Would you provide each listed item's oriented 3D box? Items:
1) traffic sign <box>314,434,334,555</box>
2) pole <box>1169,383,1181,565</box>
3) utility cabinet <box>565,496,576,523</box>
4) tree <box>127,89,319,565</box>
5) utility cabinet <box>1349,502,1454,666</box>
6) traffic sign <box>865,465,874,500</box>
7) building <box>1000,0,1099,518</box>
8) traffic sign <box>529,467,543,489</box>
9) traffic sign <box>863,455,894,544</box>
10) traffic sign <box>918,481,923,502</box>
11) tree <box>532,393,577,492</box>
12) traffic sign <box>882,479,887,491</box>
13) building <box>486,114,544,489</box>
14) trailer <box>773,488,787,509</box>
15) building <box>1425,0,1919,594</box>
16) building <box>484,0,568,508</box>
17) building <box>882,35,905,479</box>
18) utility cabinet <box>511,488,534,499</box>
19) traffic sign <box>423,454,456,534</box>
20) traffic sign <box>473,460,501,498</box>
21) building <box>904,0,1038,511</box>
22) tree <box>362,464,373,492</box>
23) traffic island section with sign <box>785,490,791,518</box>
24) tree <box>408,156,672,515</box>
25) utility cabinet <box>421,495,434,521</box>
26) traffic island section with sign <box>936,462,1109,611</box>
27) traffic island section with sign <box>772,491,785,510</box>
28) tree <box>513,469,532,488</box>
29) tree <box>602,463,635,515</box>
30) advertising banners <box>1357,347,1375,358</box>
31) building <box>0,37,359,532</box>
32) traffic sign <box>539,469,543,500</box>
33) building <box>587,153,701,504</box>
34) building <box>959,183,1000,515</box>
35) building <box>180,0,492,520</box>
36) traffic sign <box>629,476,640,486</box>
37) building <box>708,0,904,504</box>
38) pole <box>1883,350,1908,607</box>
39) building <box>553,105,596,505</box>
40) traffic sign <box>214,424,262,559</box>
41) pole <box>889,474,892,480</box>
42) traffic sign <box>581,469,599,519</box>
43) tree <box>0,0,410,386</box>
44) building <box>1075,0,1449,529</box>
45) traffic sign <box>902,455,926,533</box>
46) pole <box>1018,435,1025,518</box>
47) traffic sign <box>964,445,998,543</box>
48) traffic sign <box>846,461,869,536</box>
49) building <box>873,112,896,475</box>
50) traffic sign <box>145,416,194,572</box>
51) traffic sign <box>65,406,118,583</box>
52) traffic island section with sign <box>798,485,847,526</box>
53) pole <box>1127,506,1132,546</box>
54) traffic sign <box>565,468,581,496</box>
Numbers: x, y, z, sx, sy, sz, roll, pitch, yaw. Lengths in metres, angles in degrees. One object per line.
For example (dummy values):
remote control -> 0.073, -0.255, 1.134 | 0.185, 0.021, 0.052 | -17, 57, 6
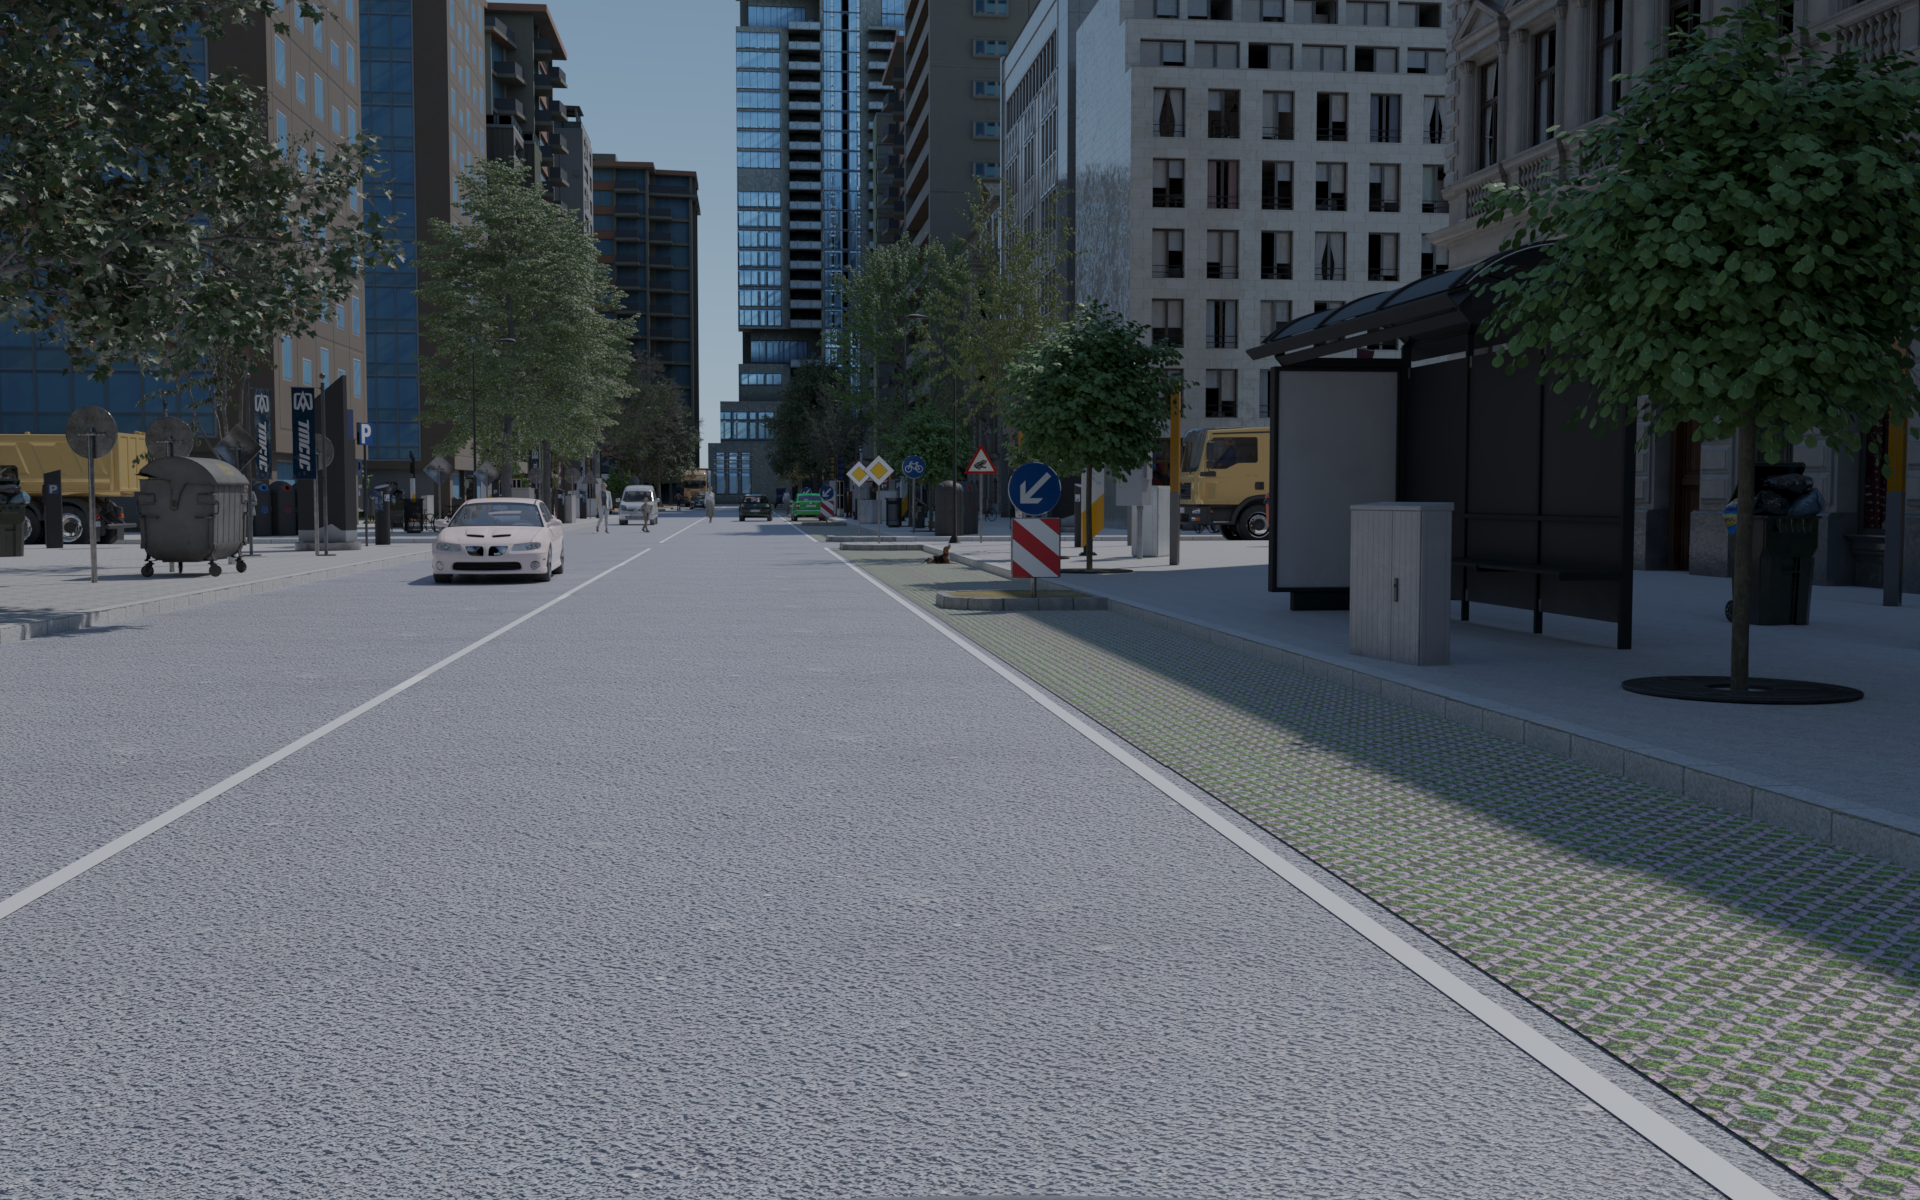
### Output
traffic sign -> -13.591, -2.229, 36.543 | 0.768, 2.556, 0.104 | 0, 4, -1
pole -> 3.873, -2.283, 31.169 | 0.158, 3.312, 0.155 | 0, 3, 0
utility cabinet -> -17.084, -3.963, 75.961 | 0.306, 1.237, 1.020 | 0, 4, -2
tree -> -13.457, -4.962, 31.483 | 4.360, 8.622, 3.978 | 0, 3, 0
utility cabinet -> 3.391, -0.137, 13.401 | 0.306, 1.237, 1.020 | -1, 4, -18
traffic sign -> -4.161, -4.721, 77.184 | 0.884, 2.594, 0.081 | 0, 4, -5
building -> 9.347, -16.324, 84.923 | 12.078, 24.808, 19.932 | 0, 4, -7
traffic sign -> -20.154, -5.037, 82.467 | 0.768, 2.556, 0.104 | 0, 4, -2
traffic sign -> -2.099, -2.518, 44.816 | 0.795, 2.450, 0.064 | 0, 4, -7
traffic sign -> -1.716, -4.732, 77.469 | 0.768, 2.556, 0.104 | 0, 4, -5
tree -> -28.189, -10.378, 120.050 | 4.737, 8.622, 4.395 | 0, 3, 0
traffic sign -> -4.066, -5.648, 92.449 | 0.768, 2.556, 0.104 | 0, 4, 1
building -> -39.521, -22.000, 131.406 | 14.160, 30.474, 14.107 | 0, 4, -7
trailer -> -17.691, -10.030, 171.032 | 1.471, 1.999, 3.904 | -1, 4, -8
building -> 16.265, -12.184, 28.095 | 11.050, 23.489, 19.941 | 0, 4, -7
building -> -46.381, -30.458, 152.605 | 22.147, 44.769, 28.867 | 0, 4, -7
building -> 3.975, -31.322, 166.745 | 22.147, 44.769, 28.867 | 0, 4, -7
utility cabinet -> -15.462, -3.185, 60.746 | 1.173, 1.500, 0.318 | 2, 4, 28
traffic sign -> -13.064, -2.438, 43.497 | 0.795, 2.450, 0.064 | 0, 4, -7
traffic sign -> -14.036, -2.922, 51.423 | 0.795, 2.450, 0.064 | 0, 4, -7
building -> 7.044, -31.652, 141.211 | 21.300, 48.544, 21.600 | 0, 4, -7
tree -> -32.084, -5.989, 92.514 | 1.663, 3.219, 1.824 | 0, 3, 0
traffic island section with sign -> -9.423, -5.878, 104.733 | 1.989, 1.847, 2.006 | 0, 4, -7
tree -> -15.125, -8.604, 58.798 | 7.486, 12.596, 7.792 | 0, 3, 0
utility cabinet -> -24.997, -4.289, 81.283 | 0.306, 1.237, 1.020 | 0, 4, 0
traffic island section with sign -> 0.723, -0.822, 22.060 | 1.989, 1.847, 2.006 | 0, 4, -7
traffic island section with sign -> -18.725, -10.517, 180.577 | 1.989, 1.847, 2.006 | 0, 4, -7
tree -> -29.327, -7.342, 114.646 | 1.663, 3.219, 1.824 | 0, 3, 0
tree -> -21.878, -6.990, 108.894 | 1.663, 3.219, 1.824 | 0, 3, 0
advertising banners -> 4.422, -1.470, 20.218 | 0.090, 3.025, 2.074 | 2, 4, 35
building -> -30.605, -25.250, 62.953 | 14.600, 45.320, 14.200 | 0, 4, -7
traffic sign -> -20.733, -5.225, 85.533 | 0.768, 2.556, 0.104 | 0, 4, -2
building -> -48.320, -34.898, 225.206 | 28.867, 44.769, 22.147 | 0, 4, -7
building -> 7.339, -17.925, 112.162 | 14.460, 24.649, 34.723 | 0, 4, -7
building -> -36.331, -27.707, 103.120 | 14.600, 45.320, 14.200 | 0, 4, -7
traffic sign -> -22.538, -7.323, 119.832 | 0.768, 2.556, 0.104 | 0, 4, -5
building -> -17.625, -55.997, 228.214 | 31.000, 86.520, 22.319 | 0, 4, -7
pole -> 10.673, -1.583, 19.723 | 0.158, 3.312, 0.155 | 0, 3, 0
building -> -46.178, -30.594, 183.813 | 14.086, 41.232, 14.154 | 0, 4, -7
traffic sign -> -11.863, -1.669, 28.480 | 0.795, 2.450, 0.064 | 0, 4, 0
pole -> -3.697, -5.977, 91.571 | 0.158, 3.312, 0.155 | 0, 3, 0
traffic sign -> -19.197, -5.496, 89.867 | 0.884, 2.594, 0.081 | 0, 4, -4
tree -> -11.319, -6.197, 18.328 | 9.611, 12.733, 9.660 | 0, 3, 0
building -> 13.779, -13.034, 67.865 | 16.860, 20.320, 10.420 | 0, 4, -7
traffic sign -> -1.510, -3.461, 56.698 | 0.768, 2.556, 0.104 | 0, 4, -4
pole -> 1.578, -3.077, 44.159 | 0.158, 3.312, 0.155 | 0, 3, 0
traffic sign -> 0.551, -2.779, 45.436 | 0.884, 2.594, 0.081 | 0, 4, -4
traffic sign -> -3.071, -3.003, 52.742 | 0.795, 2.450, 0.064 | 0, 4, -7
building -> -2.589, -30.951, 189.641 | 14.154, 41.232, 14.086 | 0, 4, -7
traffic sign -> -12.961, -1.731, 28.410 | 0.768, 2.556, 0.104 | 0, 4, -5
traffic sign -> -12.516, -1.521, 24.967 | 0.768, 2.556, 0.104 | 0, 4, 3
traffic island section with sign -> -6.136, -4.242, 77.977 | 1.989, 1.847, 2.006 | 0, 4, -7
pole -> 4.265, -3.003, 42.947 | 0.158, 3.312, 0.155 | 0, 3, 0
traffic sign -> -18.756, -5.123, 83.872 | 0.768, 2.556, 0.104 | 0, 4, -5
